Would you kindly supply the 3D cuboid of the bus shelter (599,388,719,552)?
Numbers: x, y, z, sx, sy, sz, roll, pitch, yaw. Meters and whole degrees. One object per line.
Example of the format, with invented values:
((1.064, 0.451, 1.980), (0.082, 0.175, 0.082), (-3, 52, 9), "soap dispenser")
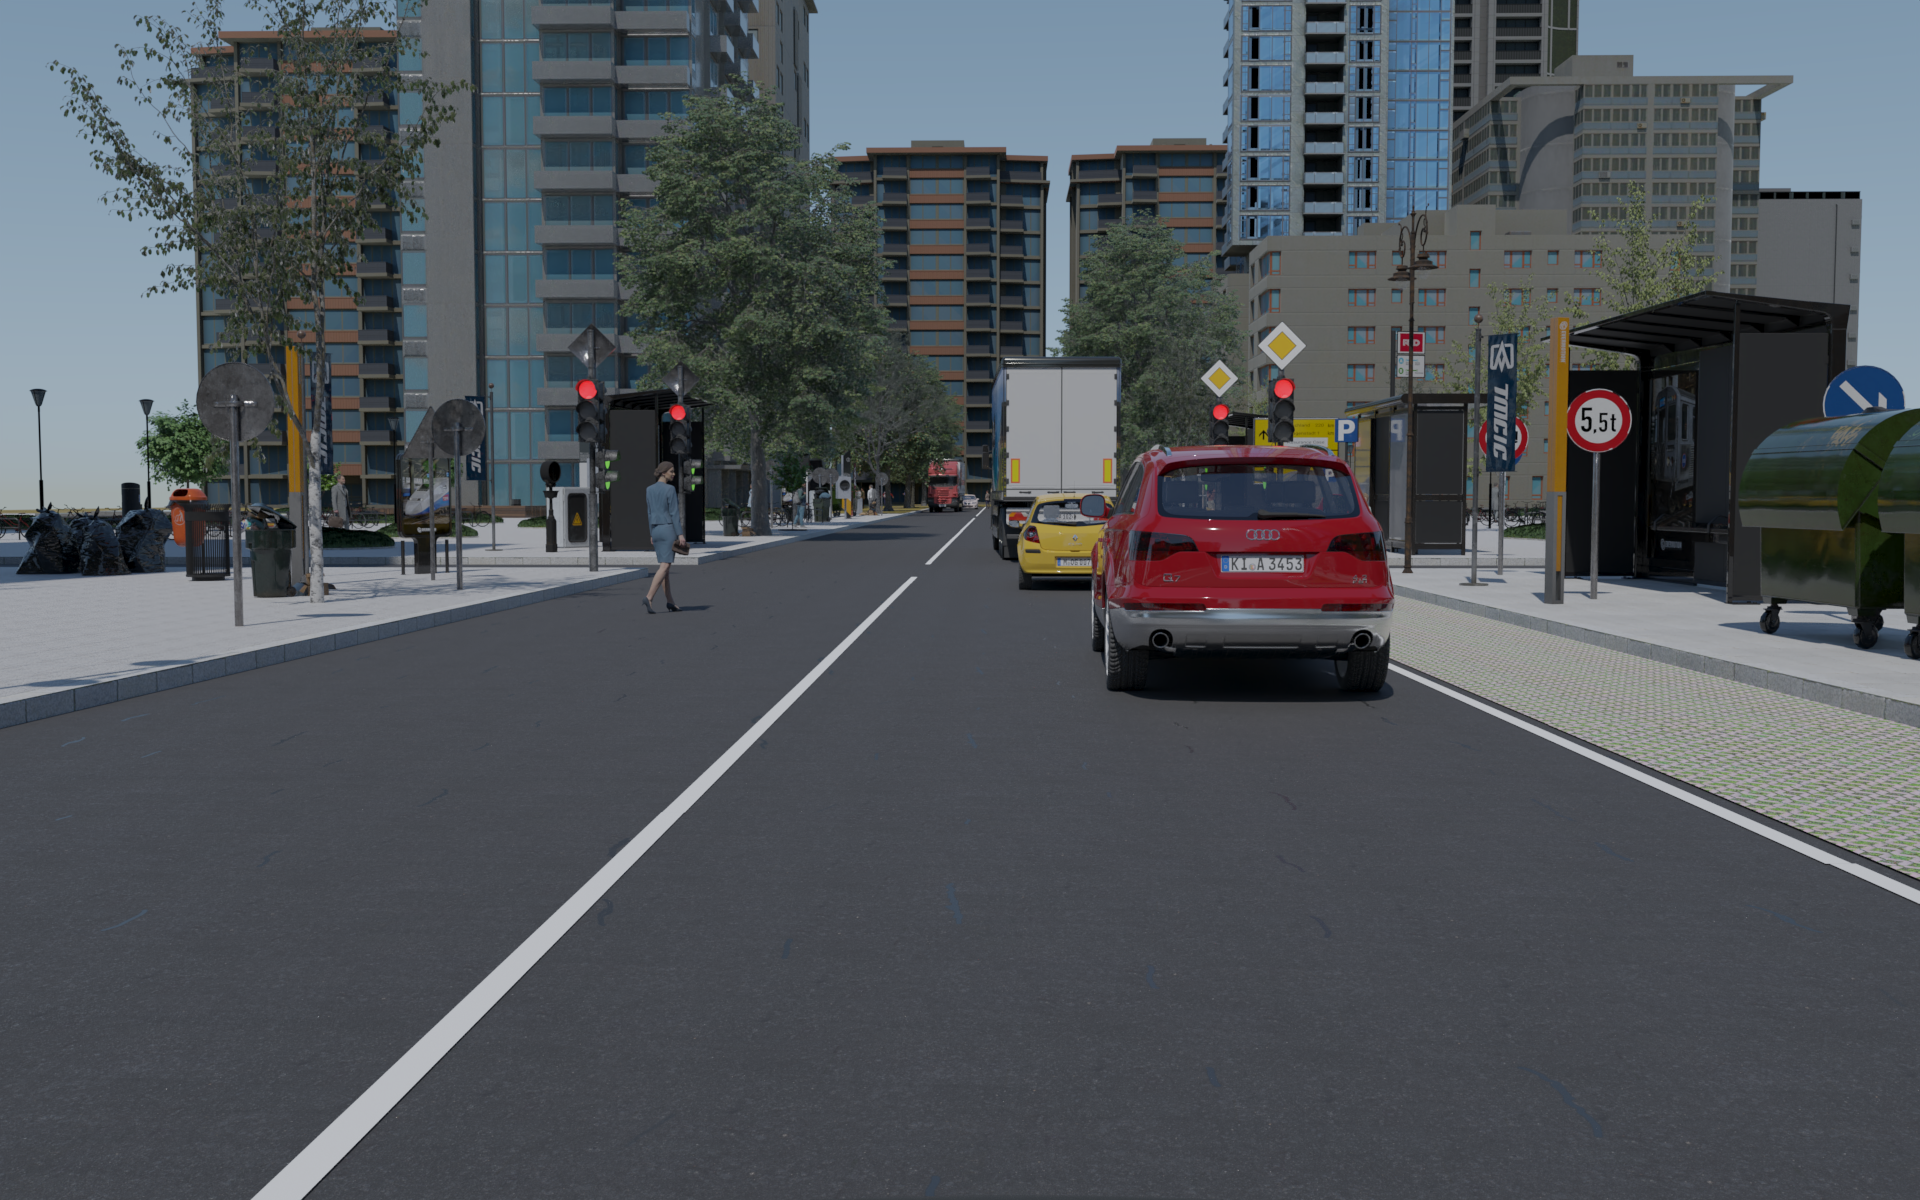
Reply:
((-7.132, -3.072, 41.518), (1.731, 3.624, 6.357), (0, 4, 1), "bus shelter")

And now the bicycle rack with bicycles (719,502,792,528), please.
((-7.879, -3.285, 67.090), (2.925, 0.926, 2.852), (-1, 4, -14), "bicycle rack with bicycles")

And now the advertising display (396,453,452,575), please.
((-8.596, -1.382, 27.808), (0.123, 1.923, 0.974), (3, 4, 36), "advertising display")

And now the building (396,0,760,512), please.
((-26.825, -31.015, 126.706), (23.786, 49.044, 30.456), (0, 4, 1), "building")

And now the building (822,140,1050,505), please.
((-3.389, -34.411, 217.249), (28.867, 44.769, 22.147), (0, 4, 1), "building")

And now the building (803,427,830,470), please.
((-32.237, -22.924, 219.844), (28.899, 21.520, 27.650), (0, 4, 1), "building")

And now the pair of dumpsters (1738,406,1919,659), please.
((7.930, -0.693, 13.818), (1.574, 2.255, 4.437), (0, 4, 1), "pair of dumpsters")

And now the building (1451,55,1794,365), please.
((57.263, -28.589, 159.313), (23.993, 40.220, 32.217), (0, 4, 1), "building")

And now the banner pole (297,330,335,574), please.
((-9.976, -2.249, 26.792), (0.401, 3.779, 0.863), (1, 4, 22), "banner pole")

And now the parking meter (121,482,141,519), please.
((-17.904, -1.775, 37.428), (0.372, 1.533, 0.369), (0, 3, 0), "parking meter")

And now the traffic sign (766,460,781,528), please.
((-7.040, -3.953, 64.742), (0.768, 2.556, 0.104), (0, 4, 8), "traffic sign")

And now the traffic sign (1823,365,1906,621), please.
((8.957, -1.048, 17.245), (0.768, 2.556, 0.104), (1, 4, 9), "traffic sign")

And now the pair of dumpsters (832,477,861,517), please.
((-6.635, -5.948, 99.746), (1.574, 2.255, 4.437), (0, 4, 1), "pair of dumpsters")

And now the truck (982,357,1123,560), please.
((2.031, -3.185, 40.983), (2.839, 4.237, 11.283), (0, 4, 0), "truck")

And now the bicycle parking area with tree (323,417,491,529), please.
((-23.288, -4.839, 66.112), (8.231, 4.147, 9.016), (3, 5, 42), "bicycle parking area with tree")

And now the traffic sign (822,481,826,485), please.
((-8.115, -6.151, 100.682), (0.768, 2.556, 0.104), (0, 4, 3), "traffic sign")

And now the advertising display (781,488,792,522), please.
((-7.748, -4.551, 79.625), (0.974, 1.923, 0.123), (-2, 4, -23), "advertising display")

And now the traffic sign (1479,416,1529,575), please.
((8.564, -1.668, 27.375), (0.768, 2.556, 0.104), (1, 4, 8), "traffic sign")

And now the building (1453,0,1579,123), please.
((65.056, -47.446, 214.001), (20.611, 71.187, 20.563), (0, 4, 1), "building")

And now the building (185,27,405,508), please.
((-56.496, -31.253, 165.609), (28.867, 44.769, 22.147), (0, 4, 1), "building")

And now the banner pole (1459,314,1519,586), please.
((7.356, -2.079, 24.015), (0.401, 3.779, 0.863), (-3, 4, -38), "banner pole")

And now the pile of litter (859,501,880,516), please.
((-5.405, -5.486, 103.662), (1.176, 0.858, 1.719), (-1, 4, -17), "pile of litter")

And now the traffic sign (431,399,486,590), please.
((-6.714, -1.411, 23.169), (0.768, 2.556, 0.104), (1, 4, 10), "traffic sign")

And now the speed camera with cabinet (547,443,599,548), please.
((-9.058, -2.904, 41.820), (0.660, 3.252, 2.038), (2, 4, 31), "speed camera with cabinet")

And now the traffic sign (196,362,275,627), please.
((-6.995, -1.017, 16.729), (0.768, 2.556, 0.104), (0, 4, 2), "traffic sign")

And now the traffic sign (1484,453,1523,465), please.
((11.001, -2.142, 35.131), (0.768, 2.556, 0.104), (0, 4, 7), "traffic sign")

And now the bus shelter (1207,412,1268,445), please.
((8.705, -3.742, 52.462), (1.731, 3.624, 6.357), (0, 4, 1), "bus shelter")

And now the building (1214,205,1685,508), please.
((34.686, -17.443, 130.236), (27.650, 21.520, 28.899), (0, 4, 1), "building")

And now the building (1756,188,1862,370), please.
((76.494, -24.205, 167.447), (14.107, 30.474, 14.160), (0, 4, 1), "building")

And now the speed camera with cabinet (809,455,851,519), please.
((-6.576, -5.715, 87.778), (2.038, 3.252, 0.660), (-1, 4, -18), "speed camera with cabinet")

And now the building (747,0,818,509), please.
((-28.382, -35.034, 162.042), (27.495, 52.752, 28.713), (0, 4, 1), "building")

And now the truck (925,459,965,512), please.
((-1.102, -9.264, 140.380), (2.839, 4.237, 11.283), (0, 4, 3), "truck")

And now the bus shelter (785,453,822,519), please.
((-8.188, -6.196, 92.588), (1.731, 3.624, 6.357), (0, 4, 1), "bus shelter")

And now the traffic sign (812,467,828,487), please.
((-6.682, -5.055, 82.754), (0.768, 2.556, 0.104), (0, 4, 6), "traffic sign")

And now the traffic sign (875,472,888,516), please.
((-4.610, -6.237, 102.085), (0.768, 2.556, 0.104), (0, 4, 2), "traffic sign")

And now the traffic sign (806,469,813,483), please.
((-7.430, -5.155, 84.015), (0.795, 2.593, 0.064), (1, 4, 9), "traffic sign")

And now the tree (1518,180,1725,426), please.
((16.178, -5.503, 40.331), (4.737, 8.622, 4.395), (0, 3, 0), "tree")

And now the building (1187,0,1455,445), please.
((32.690, -51.748, 158.746), (22.319, 86.520, 31.000), (0, 4, 1), "building")

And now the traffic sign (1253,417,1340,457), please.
((8.942, -3.196, 46.133), (2.265, 3.308, 0.079), (0, 4, 5), "traffic sign")

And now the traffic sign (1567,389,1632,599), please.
((7.732, -1.281, 21.053), (0.768, 2.556, 0.104), (1, 4, 8), "traffic sign")

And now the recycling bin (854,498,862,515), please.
((-6.555, -5.820, 107.710), (0.722, 1.027, 0.722), (2, 4, 32), "recycling bin")

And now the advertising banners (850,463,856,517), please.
((-6.042, -6.114, 96.159), (0.090, 3.025, 2.074), (1, 4, 14), "advertising banners")

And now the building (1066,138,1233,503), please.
((26.226, -34.333, 215.970), (28.867, 44.769, 22.147), (0, 4, 1), "building")

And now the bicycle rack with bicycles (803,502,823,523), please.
((-7.302, -3.880, 76.824), (2.852, 0.926, 2.925), (-2, 4, -24), "bicycle rack with bicycles")

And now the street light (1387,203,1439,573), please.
((7.256, -3.370, 27.896), (0.468, 5.910, 1.993), (0, 4, 1), "street light")

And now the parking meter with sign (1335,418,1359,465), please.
((8.480, -2.633, 39.308), (0.543, 3.016, 1.738), (2, 4, 32), "parking meter with sign")

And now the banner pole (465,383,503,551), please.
((-10.736, -2.994, 38.970), (0.863, 3.779, 0.401), (-3, 4, -39), "banner pole")

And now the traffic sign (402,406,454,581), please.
((-7.825, -1.569, 25.650), (0.884, 2.594, 0.081), (0, 4, 4), "traffic sign")

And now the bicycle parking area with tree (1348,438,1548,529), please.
((20.469, -4.874, 66.690), (9.016, 4.147, 8.231), (2, 4, 34), "bicycle parking area with tree")

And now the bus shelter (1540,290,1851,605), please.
((9.527, -1.946, 23.097), (1.731, 3.624, 6.357), (0, 4, 1), "bus shelter")

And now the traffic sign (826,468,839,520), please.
((-6.352, -5.216, 85.382), (0.768, 2.556, 0.104), (0, 4, 3), "traffic sign")

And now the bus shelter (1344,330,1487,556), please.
((10.332, -3.831, 40.266), (2.179, 5.291, 8.768), (0, 4, 1), "bus shelter")

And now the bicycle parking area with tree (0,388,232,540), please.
((-24.969, -3.846, 49.878), (9.016, 4.147, 8.231), (1, 4, 19), "bicycle parking area with tree")
